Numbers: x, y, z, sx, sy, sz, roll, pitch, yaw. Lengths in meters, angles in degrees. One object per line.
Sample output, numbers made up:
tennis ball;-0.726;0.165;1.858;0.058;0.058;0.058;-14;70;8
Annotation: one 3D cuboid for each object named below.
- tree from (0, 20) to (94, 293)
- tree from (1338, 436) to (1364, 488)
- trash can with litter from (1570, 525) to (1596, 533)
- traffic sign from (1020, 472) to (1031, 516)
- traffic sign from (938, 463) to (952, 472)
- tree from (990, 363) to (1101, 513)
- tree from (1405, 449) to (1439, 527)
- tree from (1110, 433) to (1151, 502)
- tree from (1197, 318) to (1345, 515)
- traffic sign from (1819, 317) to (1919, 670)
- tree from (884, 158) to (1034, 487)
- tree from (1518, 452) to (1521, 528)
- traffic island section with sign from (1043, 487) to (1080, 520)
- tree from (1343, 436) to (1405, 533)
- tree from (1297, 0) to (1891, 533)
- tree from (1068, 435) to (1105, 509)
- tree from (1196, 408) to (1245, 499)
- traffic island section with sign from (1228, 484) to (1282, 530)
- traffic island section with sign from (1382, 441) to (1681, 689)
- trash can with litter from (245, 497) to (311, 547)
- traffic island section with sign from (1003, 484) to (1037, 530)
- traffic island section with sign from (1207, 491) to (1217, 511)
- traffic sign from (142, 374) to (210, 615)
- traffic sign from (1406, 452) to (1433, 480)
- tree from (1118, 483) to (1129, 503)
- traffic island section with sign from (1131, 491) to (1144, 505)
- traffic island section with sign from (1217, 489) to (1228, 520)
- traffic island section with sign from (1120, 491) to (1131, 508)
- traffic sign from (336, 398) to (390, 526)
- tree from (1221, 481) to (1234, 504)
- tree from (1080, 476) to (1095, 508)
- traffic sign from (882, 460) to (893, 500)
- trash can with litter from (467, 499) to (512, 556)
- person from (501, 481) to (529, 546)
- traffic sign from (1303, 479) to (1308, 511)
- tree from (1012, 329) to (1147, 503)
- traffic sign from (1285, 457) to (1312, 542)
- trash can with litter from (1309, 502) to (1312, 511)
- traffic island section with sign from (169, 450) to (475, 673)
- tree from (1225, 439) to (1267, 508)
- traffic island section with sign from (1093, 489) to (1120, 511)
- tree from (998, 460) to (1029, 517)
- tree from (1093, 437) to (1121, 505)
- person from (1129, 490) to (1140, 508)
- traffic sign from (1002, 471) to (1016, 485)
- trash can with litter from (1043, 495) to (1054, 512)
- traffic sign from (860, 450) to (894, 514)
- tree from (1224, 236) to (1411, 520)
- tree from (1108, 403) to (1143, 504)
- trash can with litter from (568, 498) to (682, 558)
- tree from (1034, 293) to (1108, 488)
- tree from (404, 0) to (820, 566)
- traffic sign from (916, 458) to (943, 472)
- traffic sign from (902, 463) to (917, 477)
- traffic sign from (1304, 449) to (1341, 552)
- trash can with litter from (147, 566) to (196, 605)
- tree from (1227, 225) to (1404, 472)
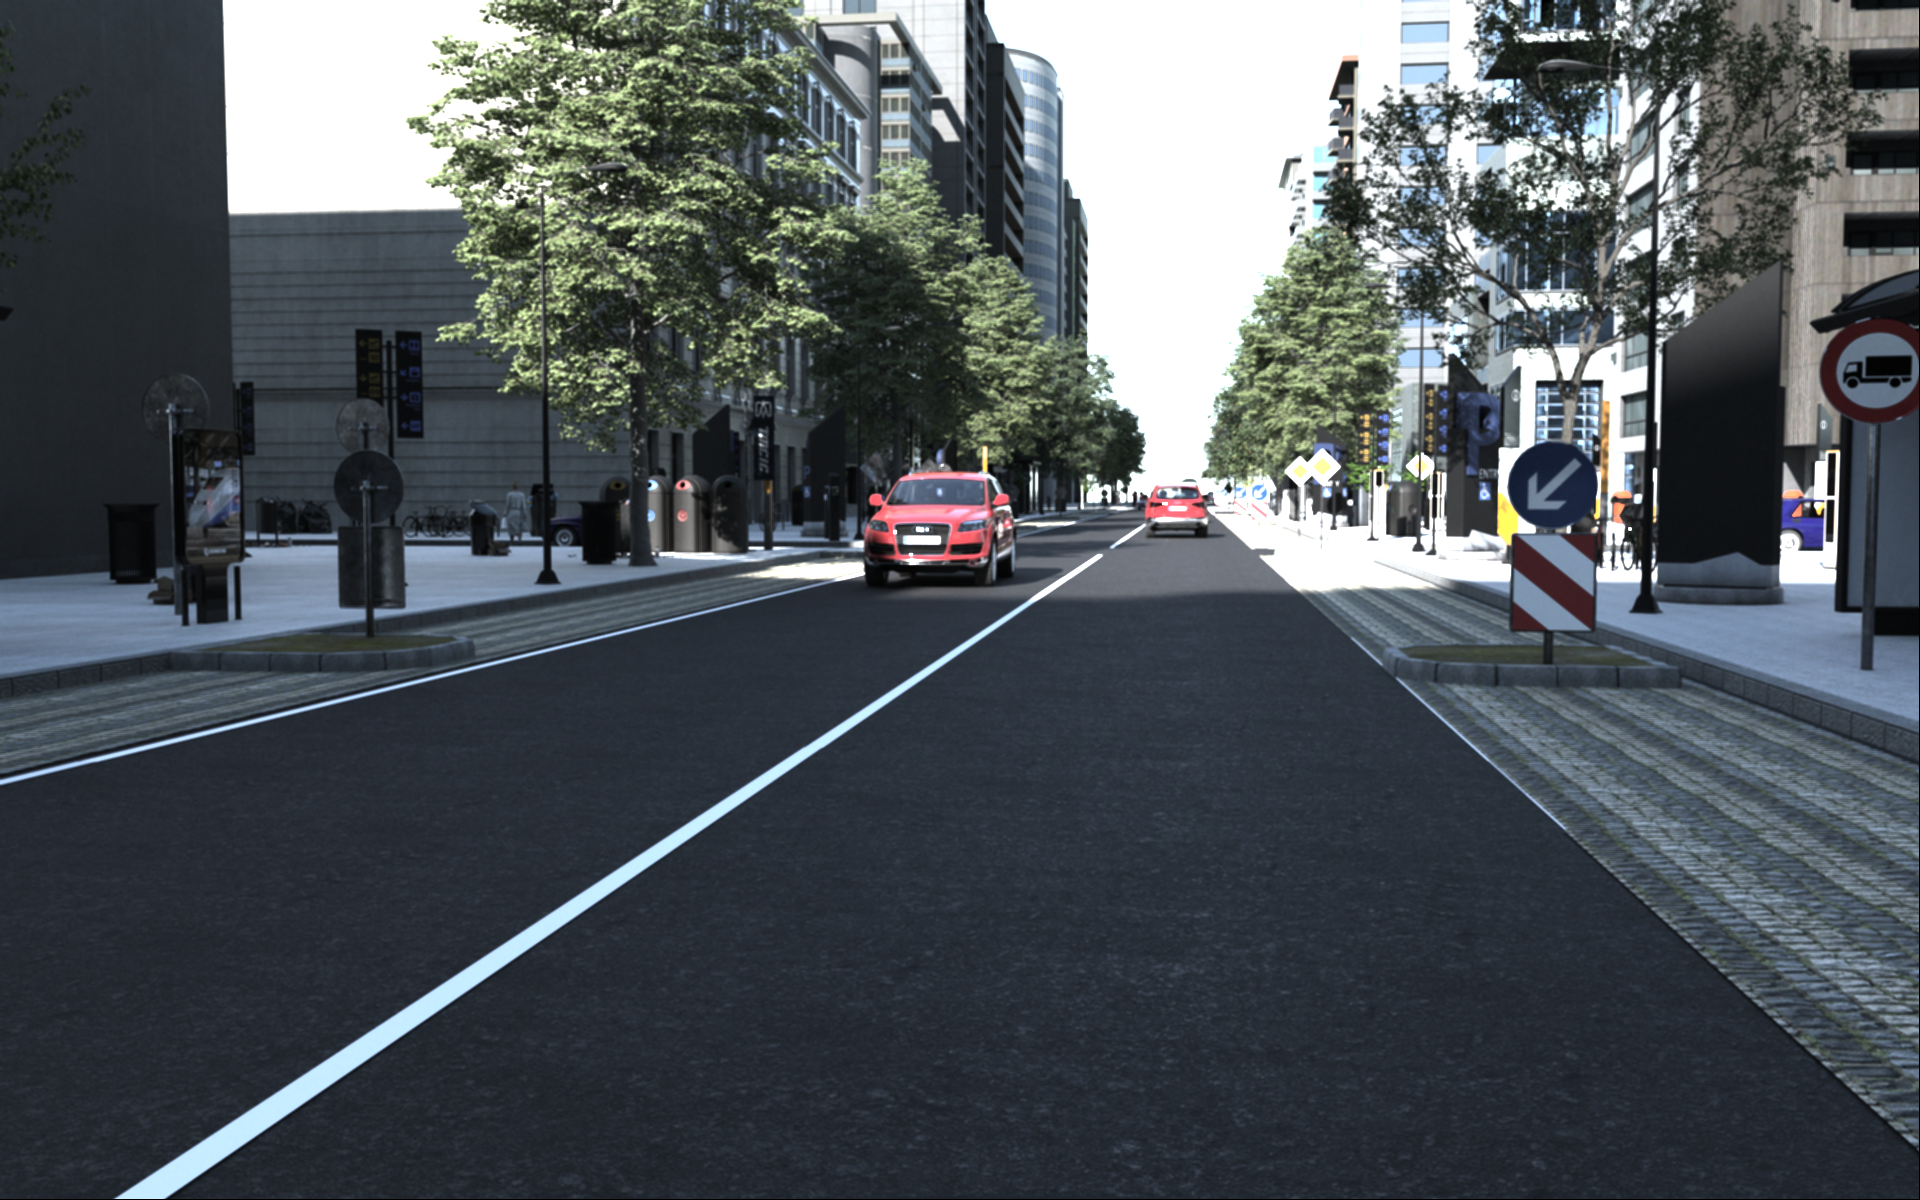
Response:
tree;-12.470;-4.232;19.558;4.737;8.622;4.395;0;3;0
tree;20.803;-6.820;95.217;4.285;4.588;4.351;0;3;0
trash can with litter;18.118;-2.394;50.537;1.055;1.170;0.624;0;4;2
traffic sign;3.713;-6.078;99.483;0.768;2.556;0.104;1;4;12
traffic sign;-0.711;-4.402;72.077;0.768;2.556;0.104;1;4;13
tree;5.552;-11.231;118.041;8.767;10.594;7.601;1;4;10
tree;17.836;-4.446;67.294;1.663;3.219;1.824;0;3;0
tree;26.502;-21.354;274.899;9.928;11.665;9.643;0;3;0
tree;19.821;-11.663;107.693;9.611;12.733;9.660;0;3;0
traffic sign;6.617;-0.762;12.562;0.768;2.556;0.104;1;4;16
tree;-2.135;-8.591;58.586;7.486;12.596;7.792;0;3;0
tree;20.948;-4.367;66.000;1.663;3.219;1.824;0;3;0
traffic island section with sign;5.697;-5.410;97.085;1.989;1.847;2.006;0;4;8
tree;13.353;-3.807;56.846;1.663;3.219;1.824;0;3;0
tree;9.442;-5.669;27.097;8.767;10.594;7.601;1;4;16
tree;10.870;-12.406;153.194;4.360;8.622;3.978;0;3;0
tree;30.393;-16.799;185.027;12.009;13.543;11.850;0;3;0
traffic island section with sign;11.827;-3.705;69.209;1.989;1.847;2.006;0;4;8
traffic island section with sign;4.426;-0.312;13.733;1.989;1.847;2.006;0;4;8
trash can with litter;-17.143;-1.901;42.133;2.233;1.210;1.678;1;4;12
traffic island section with sign;2.097;-3.763;70.148;1.989;1.847;2.006;0;4;8
traffic island section with sign;21.991;-8.363;145.358;1.989;1.847;2.006;0;4;8
traffic sign;-8.307;-1.115;18.338;0.768;2.556;0.104;0;4;8
traffic sign;12.561;-2.815;47.216;0.795;2.450;0.064;1;4;12
tree;24.560;-16.090;257.675;1.663;3.219;1.824;0;3;0
traffic island section with sign;23.269;-13.467;228.810;1.989;1.847;2.006;0;4;8
traffic island section with sign;15.398;-5.339;95.928;1.989;1.847;2.006;0;4;8
traffic island section with sign;15.853;-10.065;173.193;1.989;1.847;2.006;0;4;8
traffic sign;-7.937;-1.401;23.015;0.768;2.556;0.104;1;4;11
tree;38.976;-15.801;252.942;1.663;3.219;1.824;0;3;0
tree;11.379;-9.971;157.627;1.663;3.219;1.824;0;3;0
traffic sign;-2.722;-3.885;63.633;0.768;2.556;0.104;1;4;10
trash can with litter;-9.801;-1.519;36.222;1.055;1.170;0.624;2;4;35
person;-11.600;-2.215;45.076;0.694;1.780;0.624;-1;4;-10
traffic sign;18.432;-5.642;92.349;0.768;2.556;0.104;1;4;13
tree;7.824;-13.955;134.813;9.857;13.997;8.962;0;3;0
traffic sign;9.093;-2.615;46.392;0.795;2.450;0.064;0;4;8
trash can with litter;14.637;-3.566;69.688;1.055;1.170;0.624;0;4;-5
traffic island section with sign;-5.289;-0.377;14.786;1.989;1.847;2.006;0;4;8
tree;26.879;-12.931;161.777;4.737;8.622;4.395;0;3;0
traffic island section with sign;12.290;-8.431;146.474;1.989;1.847;2.006;0;4;8
tree;3.029;-6.293;97.488;1.663;3.219;1.824;0;3;0
tree;16.111;-15.097;197.193;4.737;8.622;4.395;0;3;0
person;18.062;-10.456;179.425;1.348;1.831;0.705;2;4;32
traffic sign;2.651;-5.740;93.959;0.768;2.556;0.104;1;4;16
trash can with litter;6.387;-6.751;121.430;1.678;1.210;2.233;1;4;8
traffic sign;-1.917;-2.213;39.821;0.795;2.450;0.064;0;4;8
tree;17.537;-10.983;86.234;9.857;13.997;8.962;0;3;0
tree;19.102;-18.024;212.823;7.486;12.596;7.792;0;3;0
trash can with litter;-6.902;-1.471;35.109;2.233;1.210;1.678;2;4;27
tree;1.454;-10.017;81.912;7.486;12.596;7.792;0;3;0
tree;-5.620;-6.853;30.167;7.486;12.596;7.792;0;3;0
traffic sign;-0.861;-2.697;47.736;0.795;2.450;0.064;0;4;8
traffic sign;-2.107;-4.369;71.547;0.768;2.556;0.104;1;4;13
traffic sign;8.036;-2.131;38.477;0.795;2.450;0.064;0;4;8
trash can with litter;-9.057;-0.556;20.473;0.624;1.170;1.055;1;4;14
tree;15.136;-9.533;73.985;7.486;12.596;7.792;0;3;0
